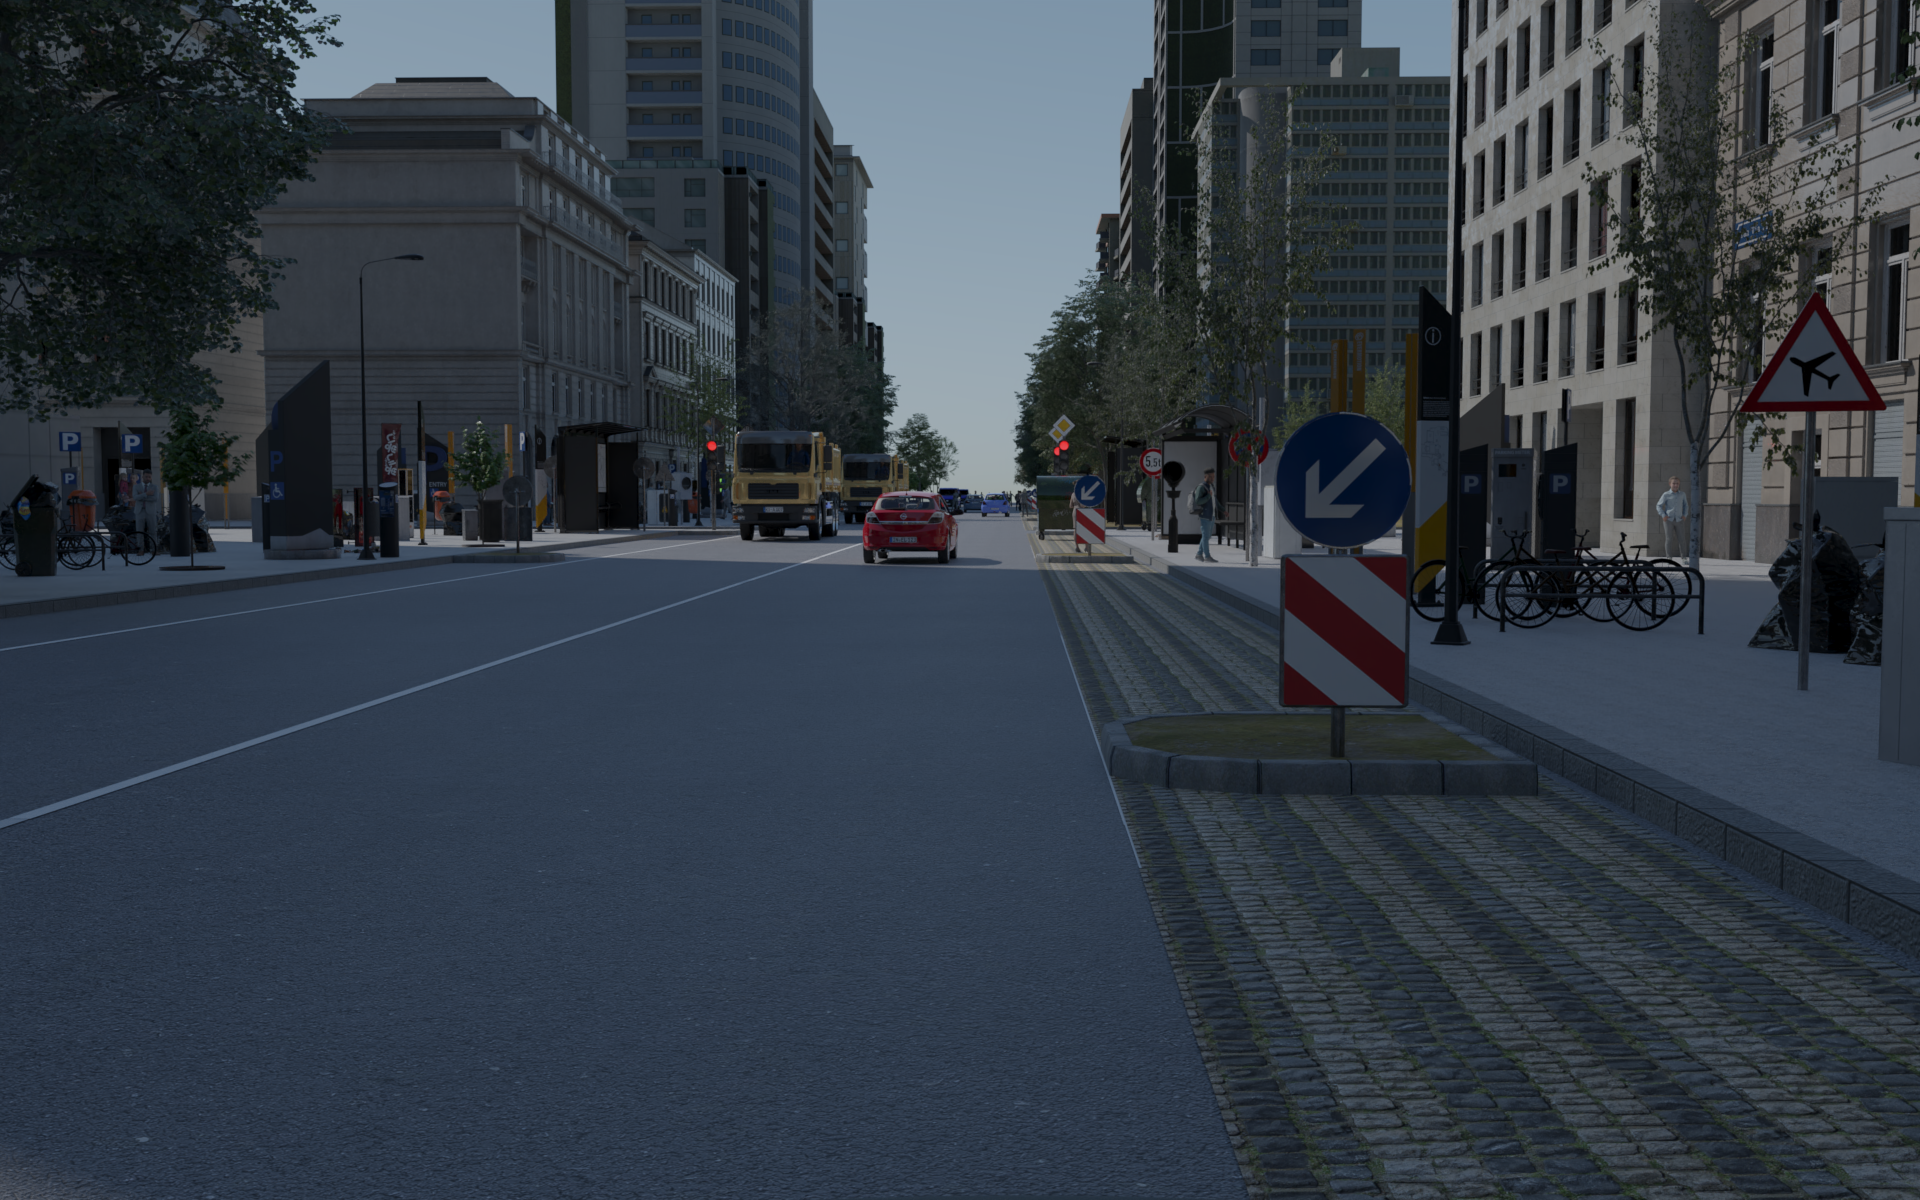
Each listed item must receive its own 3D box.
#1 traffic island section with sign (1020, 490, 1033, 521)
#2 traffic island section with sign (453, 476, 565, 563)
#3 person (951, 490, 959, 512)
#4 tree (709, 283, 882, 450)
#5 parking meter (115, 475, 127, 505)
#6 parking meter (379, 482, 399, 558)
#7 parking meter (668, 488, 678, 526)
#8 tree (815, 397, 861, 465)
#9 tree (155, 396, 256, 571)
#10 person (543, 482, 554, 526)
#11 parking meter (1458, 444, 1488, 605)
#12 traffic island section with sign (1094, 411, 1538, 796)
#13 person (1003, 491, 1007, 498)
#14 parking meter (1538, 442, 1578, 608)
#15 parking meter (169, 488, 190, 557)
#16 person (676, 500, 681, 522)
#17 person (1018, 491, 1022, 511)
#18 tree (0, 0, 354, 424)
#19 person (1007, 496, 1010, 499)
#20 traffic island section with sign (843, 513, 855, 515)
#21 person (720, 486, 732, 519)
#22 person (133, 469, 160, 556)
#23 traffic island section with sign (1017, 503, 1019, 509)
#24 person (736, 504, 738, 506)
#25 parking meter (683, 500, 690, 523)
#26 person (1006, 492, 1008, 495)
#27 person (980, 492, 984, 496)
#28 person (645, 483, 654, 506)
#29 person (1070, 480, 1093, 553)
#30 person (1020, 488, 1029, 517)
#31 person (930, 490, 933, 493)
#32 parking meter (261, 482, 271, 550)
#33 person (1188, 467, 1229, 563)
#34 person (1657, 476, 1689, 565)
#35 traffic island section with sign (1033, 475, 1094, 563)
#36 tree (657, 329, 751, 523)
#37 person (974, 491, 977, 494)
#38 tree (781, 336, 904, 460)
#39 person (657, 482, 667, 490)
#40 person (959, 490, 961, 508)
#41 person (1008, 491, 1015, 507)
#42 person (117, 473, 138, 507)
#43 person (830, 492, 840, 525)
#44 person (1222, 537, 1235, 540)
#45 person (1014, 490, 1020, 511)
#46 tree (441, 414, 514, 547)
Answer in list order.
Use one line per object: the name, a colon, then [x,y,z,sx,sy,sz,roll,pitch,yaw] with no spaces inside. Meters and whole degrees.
traffic island section with sign: [4.295,-5.090,91.855,1.989,1.847,2.006,0,4,2]
traffic island section with sign: [-9.516,-1.726,36.853,1.989,1.847,2.006,0,4,2]
person: [-0.428,-8.086,140.984,0.520,1.790,0.573,-3,5,-39]
tree: [-9.463,-11.612,100.226,12.009,13.543,11.850,0,3,0]
parking meter: [-25.564,-2.887,52.920,0.255,1.863,0.399,2,4,25]
parking meter: [-11.565,-1.631,35.082,0.372,1.533,0.369,0,3,0]
parking meter: [-11.447,-3.709,69.050,0.372,1.533,0.369,0,3,0]
tree: [-9.519,-11.070,131.357,4.360,8.622,3.978,0,3,0]
tree: [-12.997,-2.112,29.136,1.663,3.219,1.824,0,3,0]
person: [-16.695,-3.893,69.880,0.419,1.800,0.721,-2,4,-35]
parking meter: [5.932,-0.886,20.199,0.399,1.863,0.255,1,4,14]
traffic island section with sign: [1.765,-0.031,9.137,1.989,1.847,2.006,0,4,2]
person: [3.790,-8.478,148.051,0.436,1.711,0.756,2,4,32]
parking meter: [6.768,-0.853,19.652,0.399,1.863,0.255,1,4,13]
parking meter: [-16.012,-1.658,35.527,0.372,1.533,0.369,0,3,0]
person: [-12.947,-4.481,79.493,0.511,1.800,0.466,0,4,3]
person: [5.249,-8.495,148.103,0.721,1.736,1.217,-1,4,-14]
tree: [-12.398,-7.018,21.408,9.857,13.997,8.962,0,3,0]
person: [3.820,-8.636,150.525,1.217,1.723,0.721,0,4,7]
traffic island section with sign: [-6.988,-6.773,119.360,1.989,1.847,2.006,0,4,2]
person: [-11.726,-4.957,87.365,0.850,1.792,0.678,-1,4,-15]
person: [-16.895,-1.819,35.969,0.511,1.800,0.466,-3,5,-39]
traffic island section with sign: [5.118,-6.748,118.964,1.989,1.847,2.006,0,4,2]
person: [-10.369,-4.639,82.132,0.600,1.795,0.529,-1,4,-16]
parking meter: [-12.307,-4.237,77.694,0.372,1.533,0.369,0,3,0]
person: [6.695,-14.587,247.098,0.705,1.812,1.348,3,5,45]
person: [3.017,-14.024,238.482,1.217,1.739,0.721,2,4,25]
person: [-14.130,-4.473,79.270,0.635,1.810,0.391,1,4,20]
person: [2.925,-2.011,41.724,0.374,1.781,0.599,-2,4,-31]
person: [4.026,-6.136,109.009,0.537,1.800,0.526,1,4,17]
person: [-2.985,-10.736,183.988,0.705,1.831,1.348,-2,4,-27]
parking meter: [-14.967,-1.788,37.641,0.372,1.533,0.369,0,3,0]
person: [4.616,-1.587,32.332,0.721,1.781,0.623,2,4,23]
person: [12.986,-1.447,31.504,0.589,1.601,0.330,1,4,13]
traffic island section with sign: [2.600,-1.703,36.474,1.989,1.847,2.006,0,4,2]
tree: [-11.140,-7.730,76.756,4.737,8.622,4.395,0,3,0]
person: [1.507,-9.256,160.395,0.434,1.755,0.990,1,4,22]
tree: [-9.365,-14.217,139.100,9.857,13.997,8.962,0,3,0]
person: [-15.185,-5.090,88.628,0.648,1.900,0.474,-1,4,-22]
person: [-0.057,-10.441,179.233,0.705,1.821,1.348,-1,4,-11]
person: [5.807,-11.688,199.688,1.350,1.814,0.705,2,4,29]
person: [-21.237,-2.337,44.229,0.573,1.828,0.580,1,4,20]
person: [-5.806,-4.299,78.568,0.755,1.850,0.659,2,4,27]
person: [7.486,-2.559,48.563,0.598,1.740,0.731,-1,4,-10]
person: [5.091,-8.623,150.015,0.617,1.759,0.750,1,4,19]
tree: [-11.749,-2.903,42.064,1.663,3.219,1.824,0,3,0]
